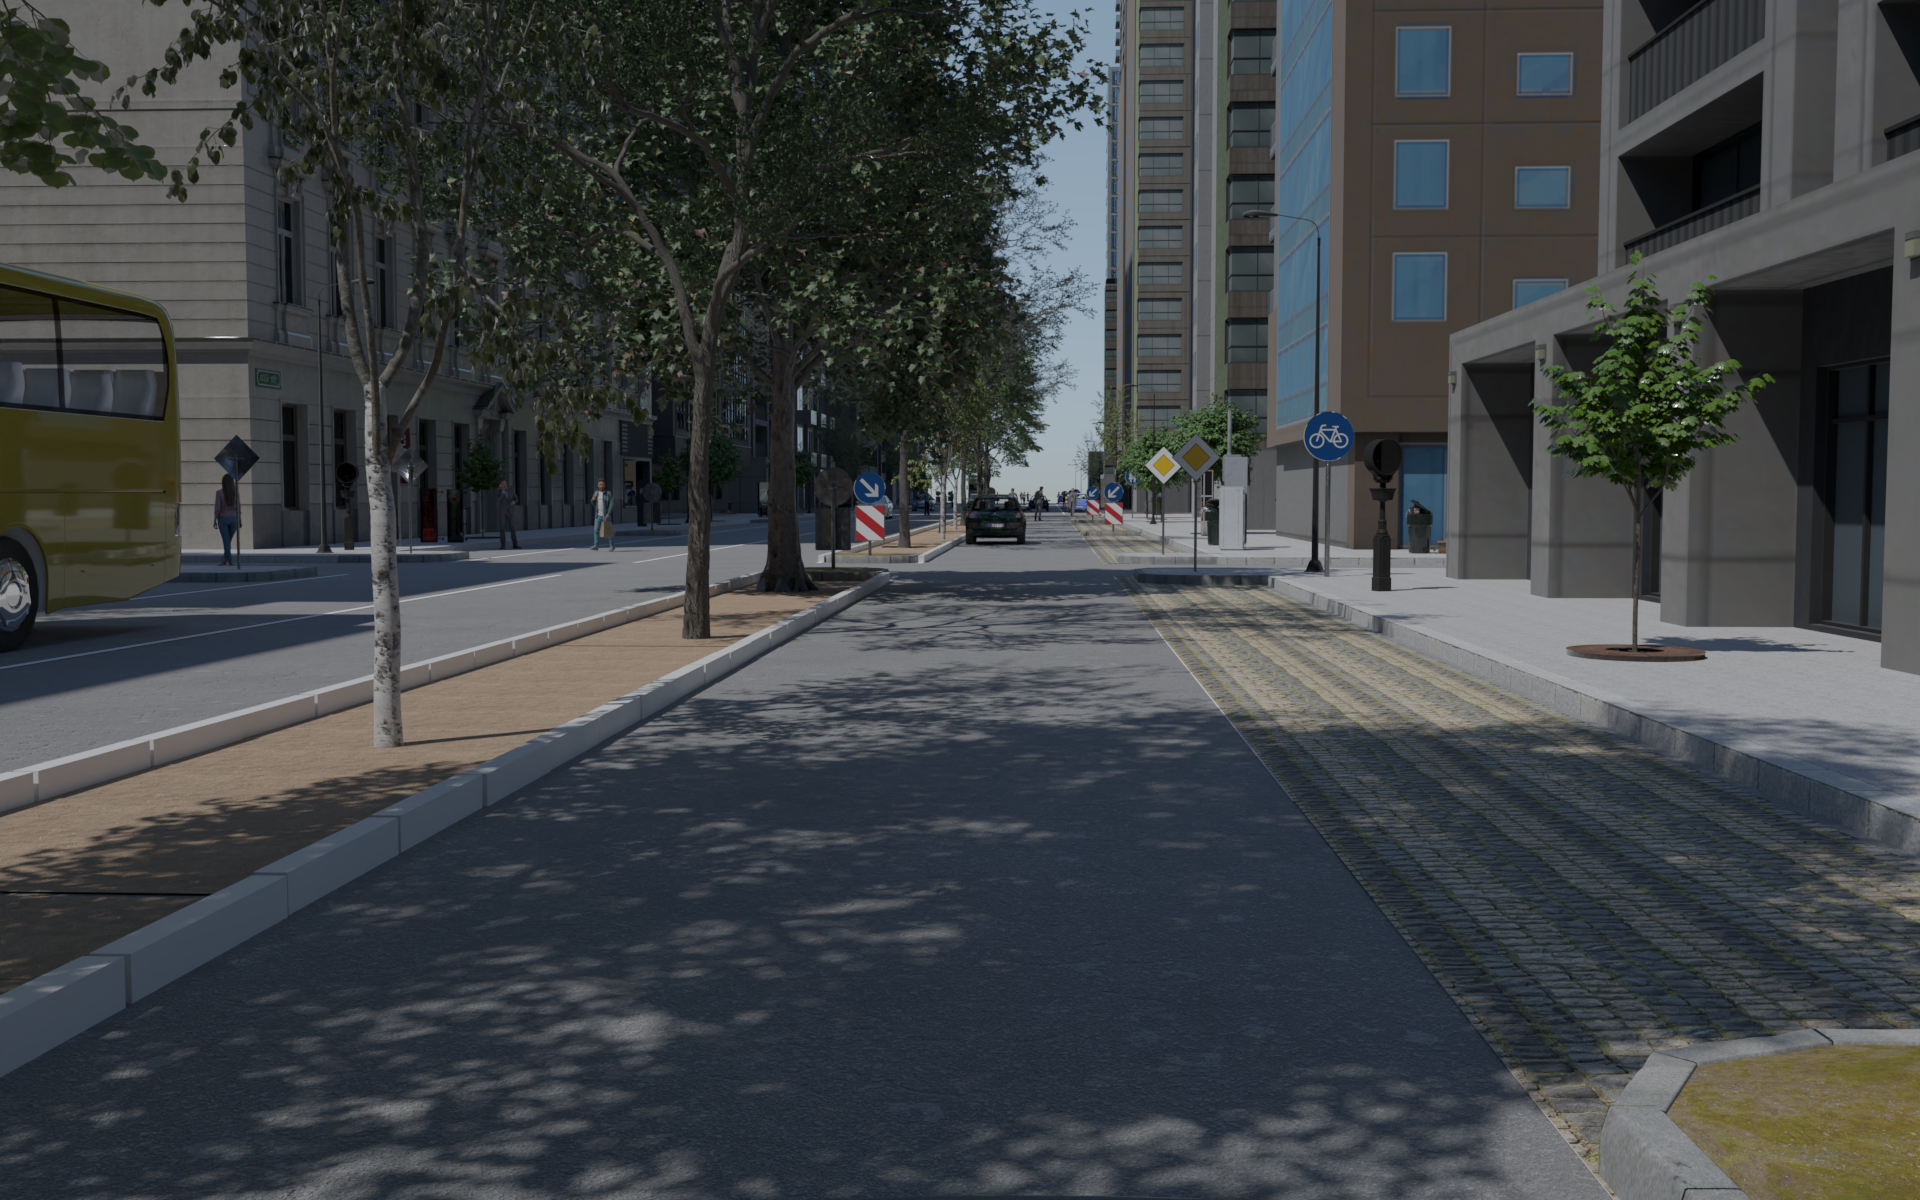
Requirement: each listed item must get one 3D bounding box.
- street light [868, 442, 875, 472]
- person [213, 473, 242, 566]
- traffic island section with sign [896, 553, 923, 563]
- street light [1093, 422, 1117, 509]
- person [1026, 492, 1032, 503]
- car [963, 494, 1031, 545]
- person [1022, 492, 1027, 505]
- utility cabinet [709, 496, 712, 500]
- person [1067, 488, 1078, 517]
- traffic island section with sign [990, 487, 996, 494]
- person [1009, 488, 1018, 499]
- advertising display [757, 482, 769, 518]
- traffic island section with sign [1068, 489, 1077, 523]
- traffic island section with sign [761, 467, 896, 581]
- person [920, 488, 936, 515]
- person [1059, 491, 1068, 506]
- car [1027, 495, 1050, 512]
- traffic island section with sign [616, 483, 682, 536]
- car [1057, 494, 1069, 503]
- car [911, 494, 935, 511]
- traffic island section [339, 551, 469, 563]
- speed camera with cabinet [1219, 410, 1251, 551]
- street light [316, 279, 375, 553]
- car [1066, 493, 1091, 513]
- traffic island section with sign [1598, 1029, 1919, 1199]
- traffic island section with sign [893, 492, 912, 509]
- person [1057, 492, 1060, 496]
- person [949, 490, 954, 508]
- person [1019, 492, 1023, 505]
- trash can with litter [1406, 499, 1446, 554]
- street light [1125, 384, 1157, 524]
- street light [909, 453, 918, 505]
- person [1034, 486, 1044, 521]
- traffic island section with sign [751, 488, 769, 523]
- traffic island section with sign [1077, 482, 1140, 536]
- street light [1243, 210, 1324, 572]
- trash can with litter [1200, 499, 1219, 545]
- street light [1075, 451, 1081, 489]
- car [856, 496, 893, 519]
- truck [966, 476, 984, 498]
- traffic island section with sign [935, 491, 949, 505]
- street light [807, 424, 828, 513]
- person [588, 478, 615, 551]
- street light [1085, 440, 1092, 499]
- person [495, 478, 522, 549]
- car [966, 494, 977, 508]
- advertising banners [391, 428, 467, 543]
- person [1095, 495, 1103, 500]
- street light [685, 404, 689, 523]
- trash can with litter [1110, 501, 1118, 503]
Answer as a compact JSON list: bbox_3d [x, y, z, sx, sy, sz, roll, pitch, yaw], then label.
[{"bbox_3d":[-7.499,-11.012,152.593,1.470,5.913,1.316,0,4,3],"label":"street light"},{"bbox_3d":[-13.841,-1.484,32.770,0.388,1.821,0.555,2,4,33],"label":"person"},{"bbox_3d":[-1.837,-1.743,36.629,2.006,1.907,1.989,0,4,3],"label":"traffic island section with sign"},{"bbox_3d":[9.497,-8.481,111.198,1.470,5.913,1.316,0,4,3],"label":"street light"},{"bbox_3d":[9.463,-14.199,241.371,1.217,1.743,0.721,0,4,-2],"label":"person"},{"bbox_3d":[1.060,-2.488,50.469,2.009,1.686,4.222,0,4,2],"label":"car"},{"bbox_3d":[8.264,-12.944,220.841,0.721,1.736,1.217,3,5,44],"label":"person"},{"bbox_3d":[-12.803,-4.568,85.848,1.020,1.237,0.306,-2,4,-29],"label":"utility cabinet"},{"bbox_3d":[7.015,-6.106,108.433,0.694,1.812,0.767,1,4,20],"label":"person"},{"bbox_3d":[1.948,-6.333,111.673,2.006,1.907,1.989,0,4,3],"label":"traffic island section with sign"},{"bbox_3d":[2.975,-5.533,99.369,0.661,1.777,0.834,-2,4,-28],"label":"person"},{"bbox_3d":[-10.691,-5.441,94.180,0.123,1.923,0.974,2,4,26],"label":"advertising display"},{"bbox_3d":[6.511,-4.761,86.467,1.989,1.847,2.006,0,4,3],"label":"traffic island section with sign"},{"bbox_3d":[-2.221,-1.290,29.232,2.006,1.907,1.989,0,4,3],"label":"traffic island section with sign"},{"bbox_3d":[-2.216,-6.642,117.083,1.348,1.826,0.705,-3,5,-40],"label":"person"},{"bbox_3d":[12.081,-11.775,201.036,1.348,1.823,0.705,3,5,39],"label":"person"},{"bbox_3d":[6.527,-8.013,143.585,1.945,1.354,3.894,0,4,3],"label":"car"},{"bbox_3d":[-10.760,-3.152,60.159,1.989,1.847,2.006,0,4,3],"label":"traffic island section with sign"},{"bbox_3d":[15.078,-14.901,253.218,1.945,1.707,3.694,0,4,2],"label":"car"},{"bbox_3d":[-3.057,-8.123,144.811,2.014,1.417,4.499,0,4,3],"label":"car"},{"bbox_3d":[-11.902,-0.930,37.481,2.009,0.180,2.903,0,4,3],"label":"traffic island section"},{"bbox_3d":[6.390,-2.805,40.195,0.660,3.252,2.038,1,4,13],"label":"speed camera with cabinet"},{"bbox_3d":[-13.291,-3.972,37.485,1.470,5.913,1.316,0,4,3],"label":"street light"},{"bbox_3d":[9.121,-7.547,132.979,1.945,1.707,3.694,0,4,3],"label":"car"},{"bbox_3d":[2.308,0.338,3.097,1.989,1.847,2.006,0,4,3],"label":"traffic island section with sign"},{"bbox_3d":[-5.492,-9.523,164.335,1.989,1.847,2.006,0,4,3],"label":"traffic island section with sign"},{"bbox_3d":[15.130,-15.668,264.669,0.705,1.824,1.348,-1,4,-20],"label":"person"},{"bbox_3d":[-0.857,-10.648,182.585,0.705,1.826,1.348,1,4,20],"label":"person"},{"bbox_3d":[8.174,-13.412,228.230,0.683,1.767,0.568,0,4,2],"label":"person"},{"bbox_3d":[10.175,-1.592,37.415,1.055,1.170,0.624,1,4,12],"label":"trash can with litter"},{"bbox_3d":[7.650,-6.159,73.239,1.470,5.913,1.316,0,4,3],"label":"street light"},{"bbox_3d":[-5.176,-13.716,196.803,1.470,5.913,1.316,0,4,3],"label":"street light"},{"bbox_3d":[4.229,-5.126,92.114,0.447,1.846,0.655,-3,5,-43],"label":"person"},{"bbox_3d":[-9.396,-4.798,87.080,1.989,1.847,2.006,0,4,3],"label":"traffic island section with sign"},{"bbox_3d":[5.144,-3.114,59.546,1.989,1.847,2.006,0,4,3],"label":"traffic island section with sign"},{"bbox_3d":[5.324,-3.422,28.486,1.470,5.913,1.316,0,4,3],"label":"street light"},{"bbox_3d":[6.551,-1.965,43.515,0.624,1.170,1.055,3,5,43],"label":"trash can with litter"},{"bbox_3d":[13.376,-13.162,187.740,1.470,5.913,1.316,0,4,3],"label":"street light"},{"bbox_3d":[-4.917,-5.355,99.918,2.083,1.381,4.827,0,4,3],"label":"car"},{"bbox_3d":[2.477,-16.464,258.099,2.839,4.237,11.283,0,4,1],"label":"truck"},{"bbox_3d":[-2.722,-12.878,219.185,1.989,1.847,2.006,0,4,3],"label":"traffic island section with sign"},{"bbox_3d":[-9.449,-8.691,114.639,1.470,5.913,1.316,0,4,3],"label":"street light"},{"bbox_3d":[-8.822,-2.106,42.924,0.794,1.824,0.713,3,4,36],"label":"person"},{"bbox_3d":[11.563,-10.840,149.779,1.470,5.913,1.316,0,4,3],"label":"street light"},{"bbox_3d":[-11.773,-2.254,45.151,0.655,1.846,0.447,-2,4,-28],"label":"person"},{"bbox_3d":[1.619,-10.085,175.111,2.015,1.641,3.980,0,4,3],"label":"car"},{"bbox_3d":[-14.044,-3.035,45.808,2.074,3.025,0.090,1,4,10],"label":"advertising banners"},{"bbox_3d":[15.143,-11.190,191.468,1.348,1.823,0.705,0,4,6],"label":"person"},{"bbox_3d":[-11.397,-6.325,75.963,1.470,5.913,1.316,0,4,3],"label":"street light"},{"bbox_3d":[9.883,-6.014,109.710,0.624,1.170,1.055,-1,4,-15],"label":"trash can with litter"}]
